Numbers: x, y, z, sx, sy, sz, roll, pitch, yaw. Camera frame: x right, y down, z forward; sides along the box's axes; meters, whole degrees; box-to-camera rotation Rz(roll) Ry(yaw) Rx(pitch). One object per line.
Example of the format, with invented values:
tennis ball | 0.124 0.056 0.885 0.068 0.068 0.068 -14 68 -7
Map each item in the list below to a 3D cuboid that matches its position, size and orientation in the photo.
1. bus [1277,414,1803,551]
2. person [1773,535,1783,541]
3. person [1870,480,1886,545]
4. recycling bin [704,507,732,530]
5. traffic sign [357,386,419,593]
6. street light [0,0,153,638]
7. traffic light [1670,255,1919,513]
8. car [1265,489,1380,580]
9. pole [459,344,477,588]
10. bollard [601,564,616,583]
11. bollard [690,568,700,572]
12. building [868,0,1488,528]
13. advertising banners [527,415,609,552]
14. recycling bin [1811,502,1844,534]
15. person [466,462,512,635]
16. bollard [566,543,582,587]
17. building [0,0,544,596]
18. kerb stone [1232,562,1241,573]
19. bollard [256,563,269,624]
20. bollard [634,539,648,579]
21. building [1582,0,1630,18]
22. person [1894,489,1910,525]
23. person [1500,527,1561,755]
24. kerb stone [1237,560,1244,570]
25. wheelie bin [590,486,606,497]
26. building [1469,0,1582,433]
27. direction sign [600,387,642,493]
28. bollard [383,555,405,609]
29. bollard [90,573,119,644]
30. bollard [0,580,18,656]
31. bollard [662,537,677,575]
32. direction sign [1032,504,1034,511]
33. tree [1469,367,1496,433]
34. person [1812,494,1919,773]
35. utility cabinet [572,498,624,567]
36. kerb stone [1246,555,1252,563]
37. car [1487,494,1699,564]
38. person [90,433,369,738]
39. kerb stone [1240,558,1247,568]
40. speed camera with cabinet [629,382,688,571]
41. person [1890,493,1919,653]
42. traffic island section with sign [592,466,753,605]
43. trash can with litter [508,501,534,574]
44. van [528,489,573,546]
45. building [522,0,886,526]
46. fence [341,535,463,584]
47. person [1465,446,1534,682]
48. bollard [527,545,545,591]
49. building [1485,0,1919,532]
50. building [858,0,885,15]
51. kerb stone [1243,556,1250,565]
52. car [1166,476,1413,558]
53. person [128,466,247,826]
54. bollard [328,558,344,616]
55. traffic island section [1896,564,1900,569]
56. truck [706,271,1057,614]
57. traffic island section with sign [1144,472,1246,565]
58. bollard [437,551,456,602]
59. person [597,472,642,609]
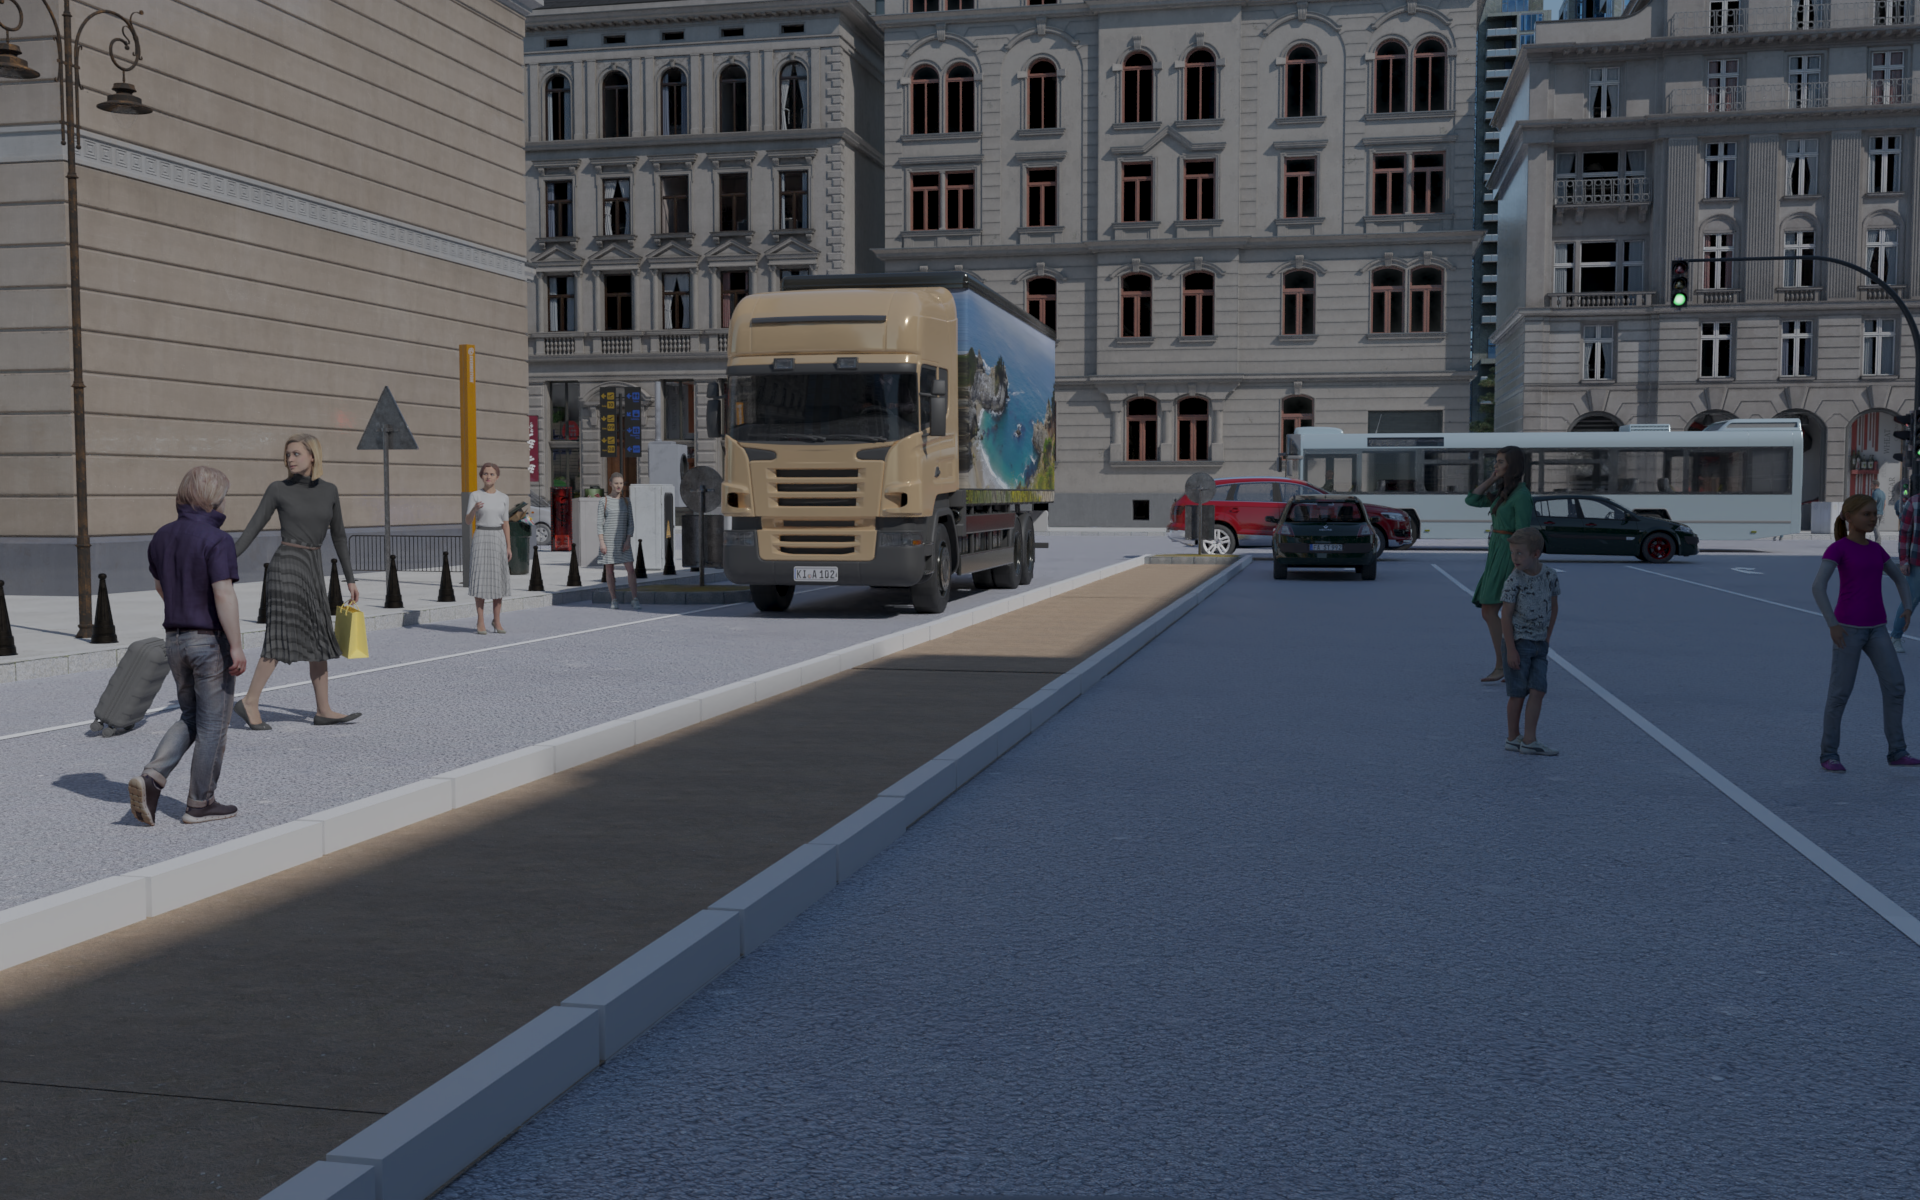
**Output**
bus | 14.089 -3.026 44.339 13.247 3.499 2.948 1 4 12
person | 25.189 -2.707 53.109 0.623 1.781 0.721 1 4 10
person | 24.197 -2.272 45.779 0.598 1.807 0.434 -2 4 -27
recycling bin | -4.452 -1.273 33.369 0.722 1.027 0.722 3 4 36
traffic sign | -6.890 -1.273 20.819 0.884 2.594 0.081 1 4 19
street light | -7.812 -2.600 15.305 0.468 5.910 1.993 1 4 12
traffic light | 15.979 -3.570 33.035 4.771 5.953 1.251 1 4 12
car | 6.351 -1.256 30.316 2.009 1.686 4.222 1 4 10
pole | -6.721 -1.827 23.712 0.158 3.312 0.155 0 3 0
bollard | -5.121 -0.561 25.207 0.229 0.601 0.229 0 3 0
bollard | -4.359 -0.771 28.644 0.229 0.601 0.229 0 3 0
building | 9.151 -17.343 70.949 23.554 28.519 14.401 1 4 12
advertising banners | -8.871 -2.596 38.628 2.074 3.025 0.090 -2 4 -27
recycling bin | 27.824 -2.629 55.537 0.722 1.027 0.722 -2 4 -30
person | -4.791 -0.527 17.682 0.480 1.755 0.524 -3 4 -36
bollard | -5.365 -0.491 24.064 0.229 0.601 0.229 0 3 0
building | -19.153 -14.881 29.208 20.117 28.700 13.634 1 4 12
kerb stone | 4.894 -0.536 30.971 0.120 0.150 1.000 1 4 12
bollard | -6.874 -0.071 17.195 0.229 0.601 0.229 0 3 0
bollard | -4.863 -0.630 26.346 0.229 0.601 0.229 0 3 0
building | 65.367 -52.019 163.184 22.319 86.520 31.000 1 4 12
person | 23.069 -1.929 42.252 0.429 1.552 0.499 -1 4 -10
person | 3.158 0.221 9.571 0.332 1.250 0.352 2 4 27
kerb stone | 5.105 -0.595 31.974 0.120 0.150 1.000 1 4 12
wheelie bin | -13.950 -3.569 66.264 0.980 1.594 0.693 3 5 45
building | 61.959 -55.740 224.025 31.000 86.520 22.319 1 4 12
direction sign | -7.168 -2.731 36.652 0.876 3.537 0.379 0 4 3
bollard | -6.375 -0.211 19.485 0.229 0.601 0.229 0 3 0
bollard | -7.376 0.069 14.910 0.229 0.601 0.229 0 3 0
bollard | -7.625 0.139 13.767 0.229 0.601 0.229 0 3 0
bollard | -4.612 -0.700 27.495 0.229 0.601 0.229 0 3 0
direction sign | 2.688 -4.402 63.975 0.379 3.537 0.876 -1 4 -19
tree | 41.490 -12.692 129.566 6.751 12.117 7.091 0 3 0
person | 4.684 0.180 8.800 0.726 1.435 0.776 -1 4 -14
utility cabinet | -6.415 -1.213 31.001 1.020 1.237 0.306 -3 5 -39
kerb stone | 5.766 -0.781 34.977 0.120 0.150 1.000 1 4 12
car | 13.374 -1.644 36.661 4.222 1.686 2.009 1 4 13
person | -4.407 -0.112 10.548 1.509 1.804 0.699 0 4 -7
kerb stone | 5.334 -0.659 32.973 0.120 0.150 1.000 1 4 12
speed camera with cabinet | -5.178 -2.173 29.870 0.660 3.252 2.038 0 4 4
person | 8.660 -0.375 15.473 0.563 1.720 0.643 0 4 4
traffic island section with sign | -3.654 -0.905 23.418 1.989 1.847 2.006 1 4 12
trash can with litter | -7.305 -0.982 27.439 1.055 1.170 0.624 -1 4 -19
van | -12.781 -2.579 49.172 4.112 2.044 2.013 1 4 11
building | -12.613 -14.954 73.379 19.941 23.489 11.050 1 4 12
fence | -8.007 -0.595 25.104 2.069 0.683 0.278 1 4 17
person | 4.148 -0.263 13.044 0.529 1.795 0.600 -1 4 -14
bollard | -5.612 -0.421 22.922 0.229 0.601 0.229 0 3 0
building | 32.448 -13.598 64.134 24.055 21.916 13.314 1 4 12
building | 4.478 -42.824 138.428 20.563 71.187 20.611 1 4 12
kerb stone | 5.549 -0.720 33.975 0.120 0.150 1.000 1 4 12
car | 7.194 -1.793 37.982 5.304 1.827 2.281 1 4 11
person | -3.392 0.193 7.556 0.471 1.553 0.569 -2 4 -28
bollard | -6.622 -0.141 18.340 0.229 0.601 0.229 0 3 0
traffic island section | 18.078 -0.645 32.833 2.009 0.180 2.903 1 4 12
truck | -0.659 -2.164 24.293 2.839 4.237 11.283 1 4 11
traffic island section with sign | 4.929 -1.701 35.955 2.006 1.907 1.989 1 4 12
bollard | -6.121 -0.280 20.627 0.229 0.601 0.229 0 3 0
person | -4.281 -0.741 21.617 0.512 1.701 0.522 -2 4 -25
